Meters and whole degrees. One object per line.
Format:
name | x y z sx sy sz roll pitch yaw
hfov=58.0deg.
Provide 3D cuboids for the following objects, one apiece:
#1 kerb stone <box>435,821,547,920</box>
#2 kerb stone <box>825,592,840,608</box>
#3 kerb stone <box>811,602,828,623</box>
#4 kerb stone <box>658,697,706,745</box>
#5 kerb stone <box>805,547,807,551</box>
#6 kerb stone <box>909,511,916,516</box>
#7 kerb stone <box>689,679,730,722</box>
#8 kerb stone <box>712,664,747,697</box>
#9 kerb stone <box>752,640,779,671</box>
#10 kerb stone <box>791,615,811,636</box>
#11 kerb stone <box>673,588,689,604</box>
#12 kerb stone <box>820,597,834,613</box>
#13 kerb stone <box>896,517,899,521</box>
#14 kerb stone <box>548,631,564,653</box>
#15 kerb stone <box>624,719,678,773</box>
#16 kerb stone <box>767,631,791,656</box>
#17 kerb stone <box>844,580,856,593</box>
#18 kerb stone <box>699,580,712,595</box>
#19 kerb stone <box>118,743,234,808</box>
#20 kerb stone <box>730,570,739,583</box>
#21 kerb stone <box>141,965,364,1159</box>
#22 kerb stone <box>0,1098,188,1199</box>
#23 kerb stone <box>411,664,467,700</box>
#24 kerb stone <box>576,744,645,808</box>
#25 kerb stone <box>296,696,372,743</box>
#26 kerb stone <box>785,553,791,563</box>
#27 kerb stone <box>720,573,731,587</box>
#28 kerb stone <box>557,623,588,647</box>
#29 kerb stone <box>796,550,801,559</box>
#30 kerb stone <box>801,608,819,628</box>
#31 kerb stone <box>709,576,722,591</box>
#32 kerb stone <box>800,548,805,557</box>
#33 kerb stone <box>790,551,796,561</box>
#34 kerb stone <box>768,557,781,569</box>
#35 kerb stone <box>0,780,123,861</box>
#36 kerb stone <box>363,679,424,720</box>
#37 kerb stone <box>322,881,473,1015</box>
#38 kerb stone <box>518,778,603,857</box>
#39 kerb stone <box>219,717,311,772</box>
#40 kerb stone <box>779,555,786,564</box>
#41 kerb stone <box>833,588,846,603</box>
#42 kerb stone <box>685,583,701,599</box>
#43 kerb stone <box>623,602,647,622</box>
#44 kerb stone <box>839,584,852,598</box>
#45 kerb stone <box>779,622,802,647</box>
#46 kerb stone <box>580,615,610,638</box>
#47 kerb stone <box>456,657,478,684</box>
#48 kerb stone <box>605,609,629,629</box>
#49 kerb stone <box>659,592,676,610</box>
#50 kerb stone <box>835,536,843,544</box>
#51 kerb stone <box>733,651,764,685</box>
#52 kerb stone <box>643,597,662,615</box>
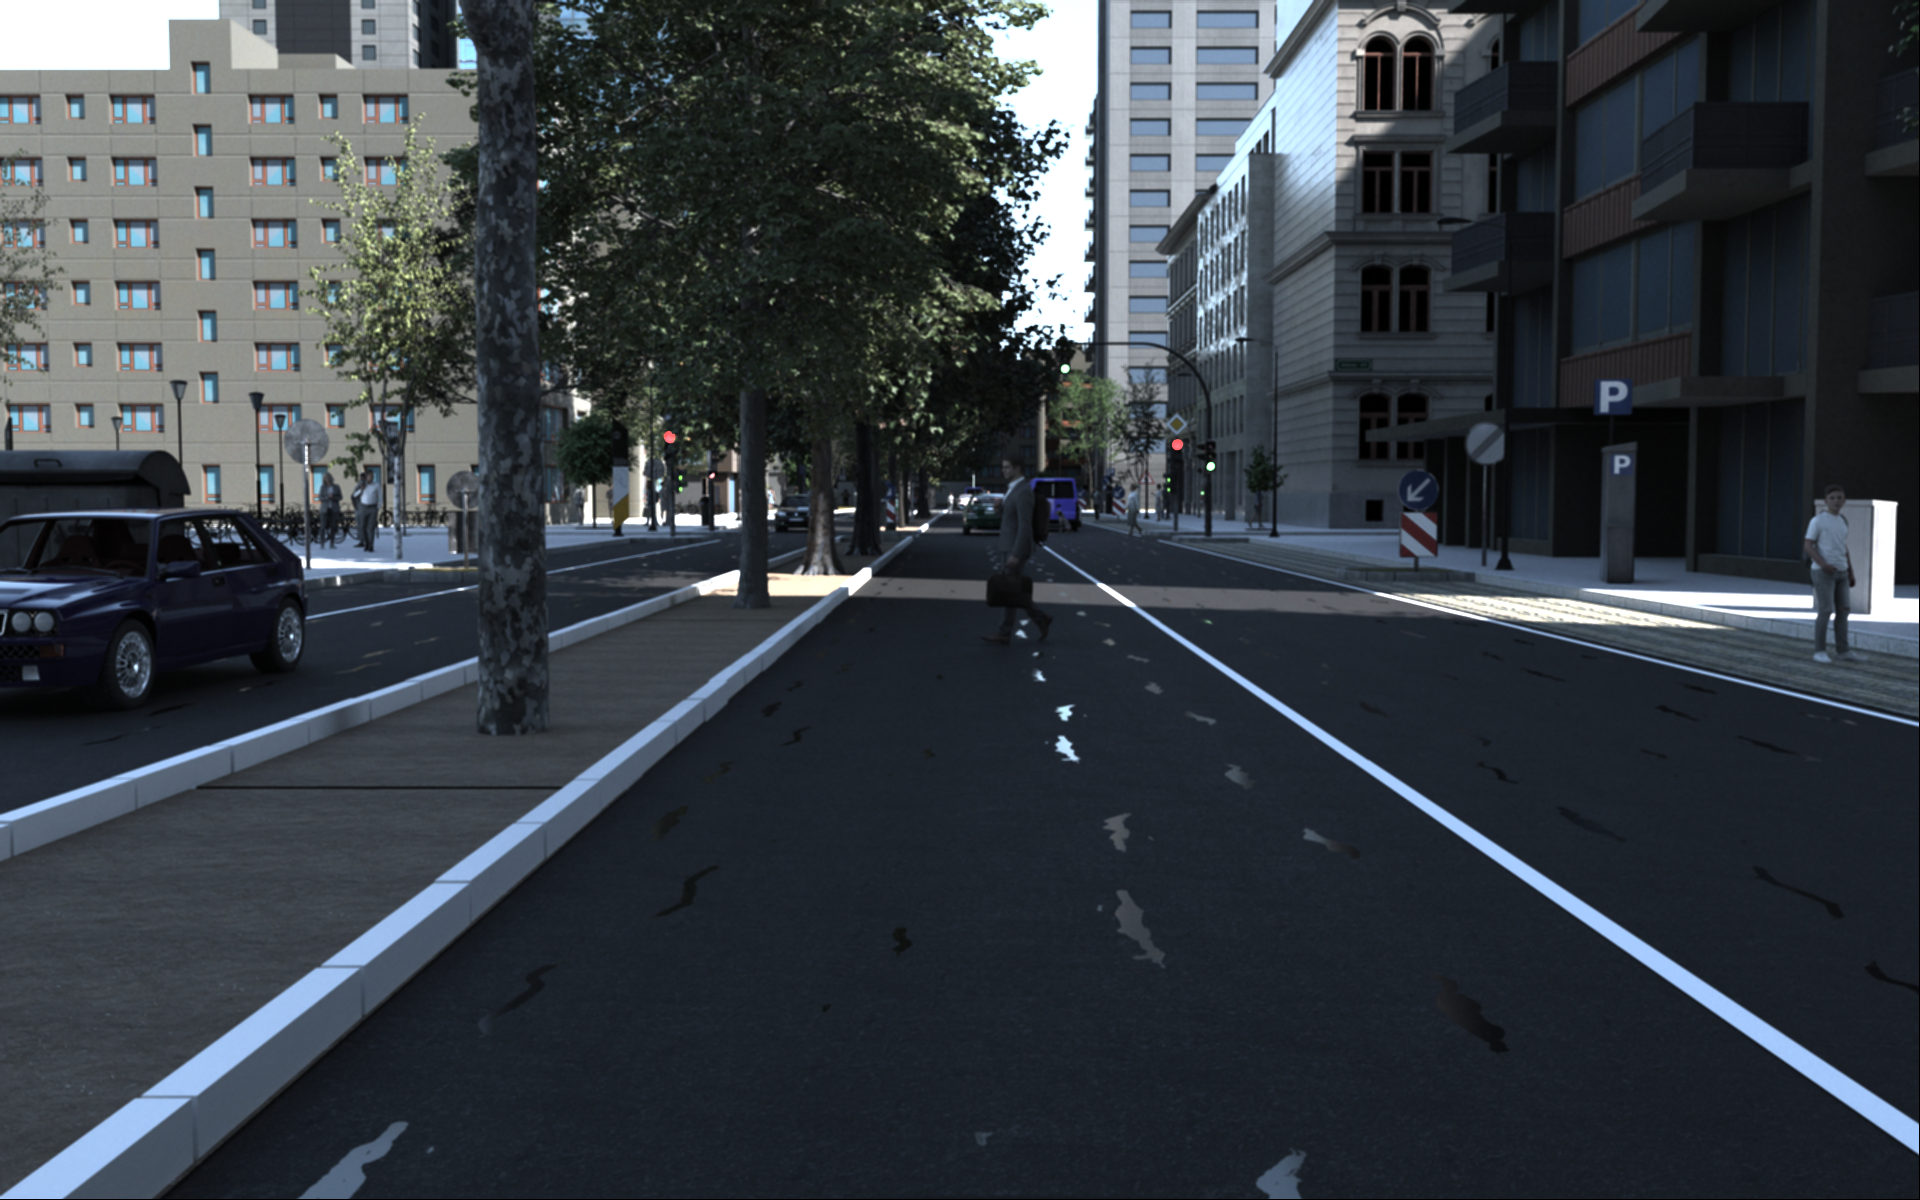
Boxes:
kerb stone | -1.681 0.975 6.249 0.120 0.150 1.000 0 4 0
kerb stone | -1.633 0.038 21.635 0.120 0.150 1.000 0 4 0
kerb stone | -1.623 0.160 19.587 0.120 0.150 1.000 0 4 0
kerb stone | -1.668 0.729 10.341 0.120 0.150 1.000 0 4 0
kerb stone | -3.645 -1.093 40.068 0.120 0.150 1.000 0 4 0
kerb stone | -3.345 -6.081 121.613 0.120 0.150 1.000 0 4 0
kerb stone | -1.654 0.662 11.372 0.120 0.150 1.000 0 4 0
kerb stone | -1.666 0.600 12.393 0.120 0.150 1.000 0 4 0
kerb stone | -1.644 0.474 14.445 0.120 0.150 1.000 0 4 0
kerb stone | -1.639 0.285 17.533 0.120 0.150 1.000 0 4 0
kerb stone | -3.725 -0.024 22.663 0.120 0.150 1.000 0 4 0
kerb stone | -1.627 0.105 20.609 0.120 0.150 1.000 0 4 0
kerb stone | -3.431 -4.637 98.031 0.120 0.150 1.000 0 4 0
kerb stone | -3.745 0.414 15.496 0.120 0.150 1.000 0 4 0
kerb stone | -1.675 0.793 9.315 0.120 0.150 1.000 0 4 0
kerb stone | -1.645 0.410 15.488 0.120 0.150 1.000 0 4 0
kerb stone | -1.607 -0.153 24.707 0.120 0.150 1.000 0 4 0
kerb stone | -3.710 -0.154 24.707 0.120 0.150 1.000 0 4 0
kerb stone | -3.777 0.848 8.324 0.120 0.150 1.000 0 4 0
kerb stone | -3.700 -0.342 27.782 0.120 0.150 1.000 0 4 0
kerb stone | -1.688 1.103 4.203 0.120 0.150 1.000 0 4 0
kerb stone | -1.692 1.163 3.181 0.120 0.150 1.000 0 4 0
kerb stone | -3.759 0.598 12.422 0.120 0.150 1.000 0 4 0
kerb stone | -1.675 0.850 8.293 0.120 0.150 1.000 0 4 0
kerb stone | -3.769 0.723 10.376 0.120 0.150 1.000 0 4 0
kerb stone | -3.667 -0.839 35.979 0.120 0.150 1.000 0 4 0
kerb stone | -3.700 -0.279 26.756 0.120 0.150 1.000 0 4 0
kerb stone | -3.740 0.352 16.518 0.120 0.150 1.000 0 4 0
kerb stone | -3.662 -0.968 38.024 0.120 0.150 1.000 0 4 0
kerb stone | -1.638 0.226 18.565 0.120 0.150 1.000 0 4 0
kerb stone | -3.707 -0.215 25.729 0.120 0.150 1.000 0 4 0
kerb stone | -3.660 -1.031 39.046 0.120 0.150 1.000 0 4 0
kerb stone | -3.659 -0.905 37.001 0.120 0.150 1.000 0 4 0
kerb stone | -3.677 -0.718 33.930 0.120 0.150 1.000 0 4 0
kerb stone | -3.776 0.911 7.302 0.120 0.150 1.000 0 4 0
kerb stone | -3.762 0.667 11.398 0.120 0.150 1.000 0 4 0
kerb stone | -1.682 1.041 5.227 0.120 0.150 1.000 0 4 0
kerb stone | -1.675 0.913 7.271 0.120 0.150 1.000 0 4 0
kerb stone | -3.766 0.786 9.346 0.120 0.150 1.000 0 4 0
kerb stone | -3.671 -0.776 34.953 0.120 0.150 1.000 0 4 0
kerb stone | -1.618 -0.028 22.657 0.120 0.150 1.000 0 4 0
kerb stone | -3.718 -0.091 23.685 0.120 0.150 1.000 0 4 0
kerb stone | -3.724 0.162 19.585 0.120 0.150 1.000 0 4 0
kerb stone | -1.606 -0.085 23.686 0.120 0.150 1.000 0 4 0
kerb stone | -1.642 0.348 16.511 0.120 0.150 1.000 0 4 0
kerb stone | -3.738 0.285 17.539 0.120 0.150 1.000 0 4 0
kerb stone | -3.750 0.535 13.444 0.120 0.150 1.000 0 4 0
kerb stone | -3.732 0.227 18.562 0.120 0.150 1.000 0 4 0
kerb stone | -3.719 0.036 21.636 0.120 0.150 1.000 0 4 0
kerb stone | -3.612 -1.785 51.379 0.120 0.150 1.000 0 4 0
kerb stone | -1.657 0.537 13.415 0.120 0.150 1.000 0 4 0
kerb stone | -3.726 0.099 20.608 0.120 0.150 1.000 0 4 0
